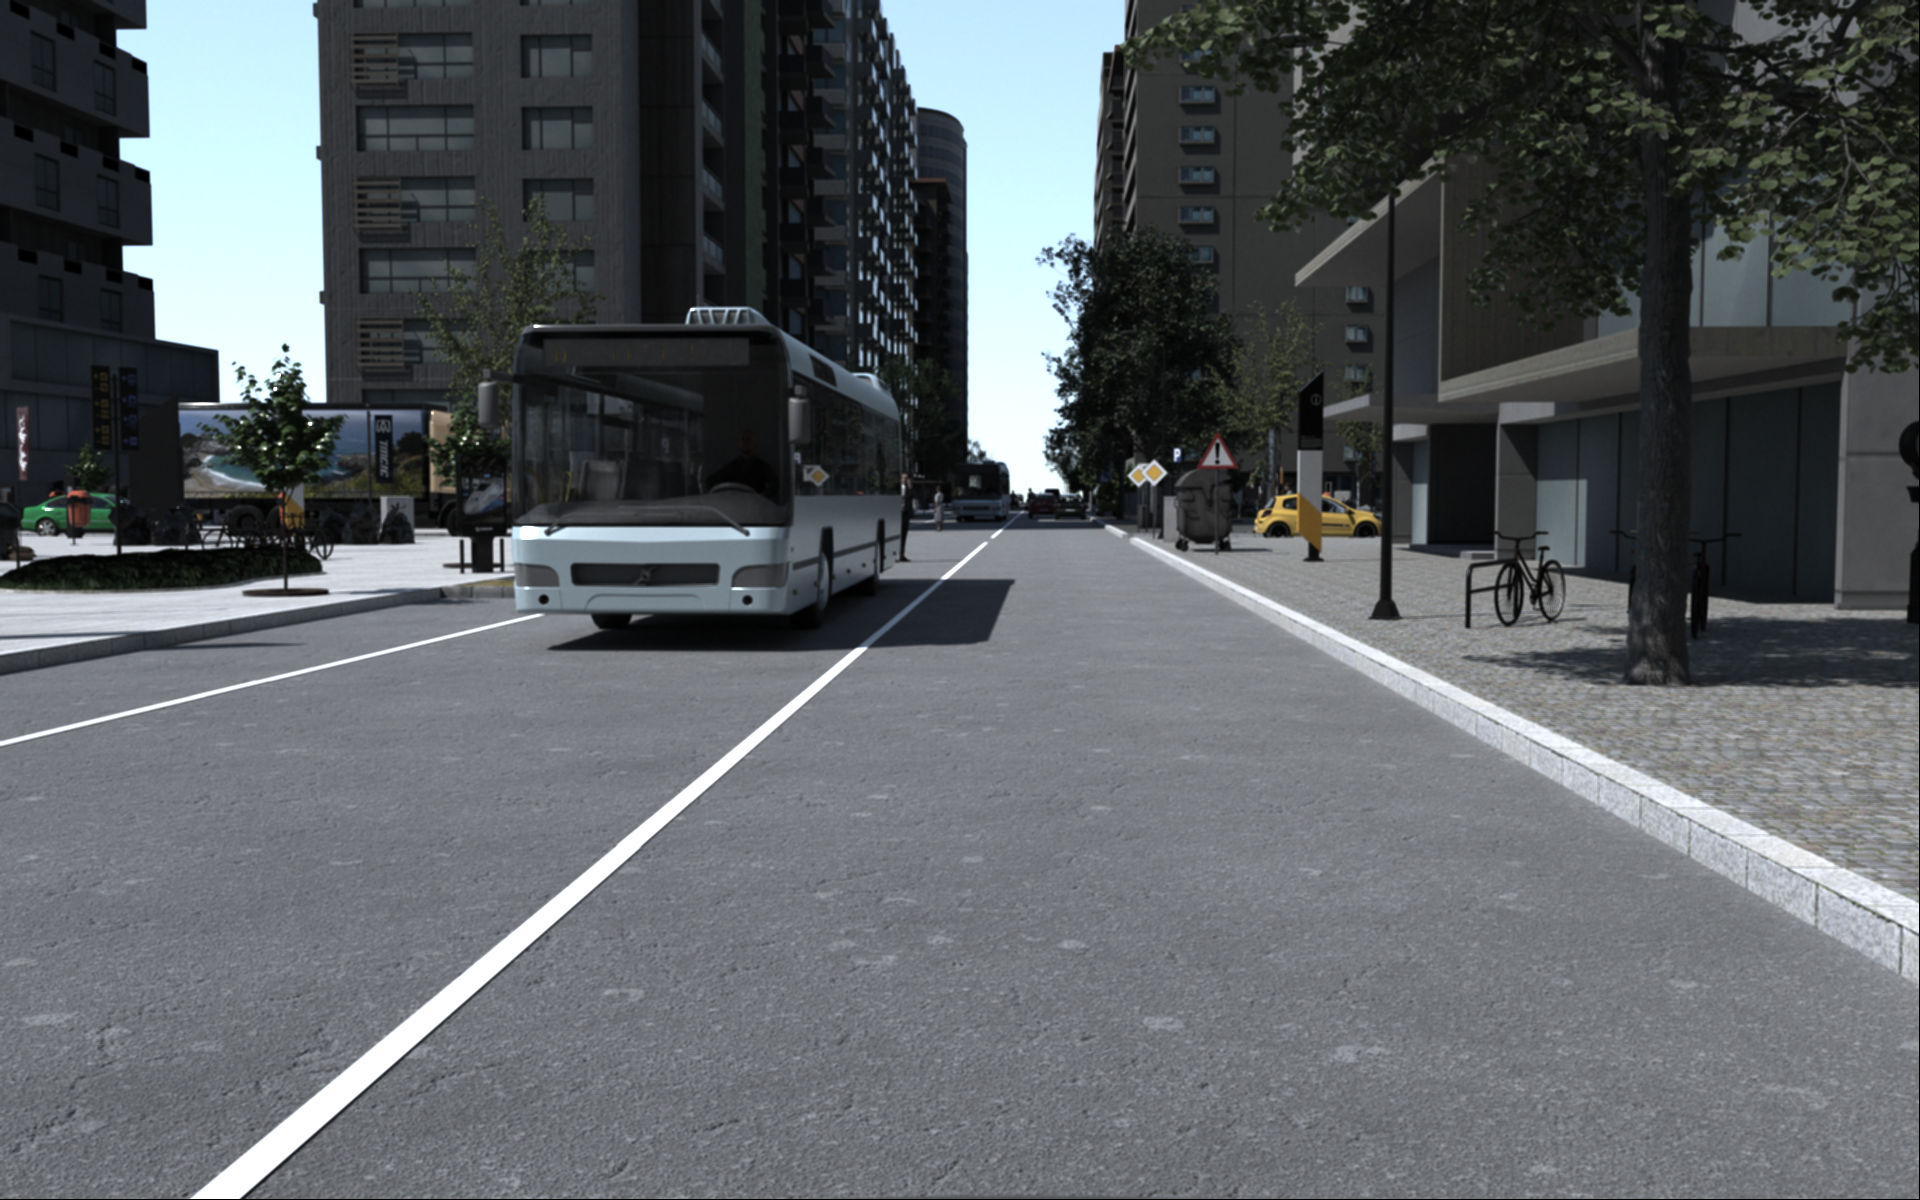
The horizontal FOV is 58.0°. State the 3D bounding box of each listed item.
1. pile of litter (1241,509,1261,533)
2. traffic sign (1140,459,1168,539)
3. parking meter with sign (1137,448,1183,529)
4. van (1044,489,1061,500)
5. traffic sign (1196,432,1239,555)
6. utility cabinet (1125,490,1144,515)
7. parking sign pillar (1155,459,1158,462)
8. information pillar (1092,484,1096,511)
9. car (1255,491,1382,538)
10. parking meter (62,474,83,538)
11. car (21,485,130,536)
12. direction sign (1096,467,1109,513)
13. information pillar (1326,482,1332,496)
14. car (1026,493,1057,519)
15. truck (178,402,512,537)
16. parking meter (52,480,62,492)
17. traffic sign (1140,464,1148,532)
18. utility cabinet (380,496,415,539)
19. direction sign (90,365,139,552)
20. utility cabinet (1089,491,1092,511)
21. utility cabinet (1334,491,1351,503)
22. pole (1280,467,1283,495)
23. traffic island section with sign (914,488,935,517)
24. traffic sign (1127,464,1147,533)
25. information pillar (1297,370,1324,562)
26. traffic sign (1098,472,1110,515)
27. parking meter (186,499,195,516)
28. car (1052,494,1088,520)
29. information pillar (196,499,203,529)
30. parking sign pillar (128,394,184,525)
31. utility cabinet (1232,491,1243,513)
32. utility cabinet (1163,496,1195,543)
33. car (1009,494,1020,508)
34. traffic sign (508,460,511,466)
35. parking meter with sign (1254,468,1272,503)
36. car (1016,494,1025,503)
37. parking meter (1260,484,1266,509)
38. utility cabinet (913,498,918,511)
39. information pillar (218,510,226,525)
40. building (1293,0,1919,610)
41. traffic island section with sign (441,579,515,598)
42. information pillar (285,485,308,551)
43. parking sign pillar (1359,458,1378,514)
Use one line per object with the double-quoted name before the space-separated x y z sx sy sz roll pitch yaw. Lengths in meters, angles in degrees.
"pile of litter" 10.151 -2.638 57.100 1.719 0.858 1.176 3 5 39
"traffic sign" 5.534 -2.800 49.418 0.795 2.450 0.064 0 4 3
"parking meter with sign" 7.475 -4.196 64.861 1.738 3.016 0.543 -2 4 -27
"van" 10.672 -12.085 201.969 2.240 2.365 5.245 0 4 1
"traffic sign" 5.420 -2.232 36.491 0.884 2.594 0.081 1 4 11
"utility cabinet" 10.778 -6.016 107.037 1.173 1.500 0.318 2 4 32
"parking sign pillar" 15.086 -8.695 130.633 1.447 3.967 1.447 3 4 39
"information pillar" 9.986 -7.628 129.202 0.304 2.012 0.304 0 4 1
"car" 10.954 -2.582 52.439 3.980 1.641 2.015 0 4 3
"parking meter" -25.767 -2.732 50.381 0.399 1.863 0.255 1 4 20
"car" -27.411 -2.849 55.373 4.718 1.807 1.959 0 4 2
"direction sign" 8.956 -7.140 108.741 0.876 3.537 0.379 -2 4 -25
"information pillar" 22.725 -6.251 106.695 0.304 2.012 0.304 2 4 31
"car" 4.985 -5.738 102.851 2.155 1.783 4.494 0 4 2
"truck" -18.629 -3.995 54.225 11.283 4.237 2.839 0 4 1
"parking meter" -38.373 -4.159 73.703 0.399 1.863 0.255 0 4 -6
"traffic sign" 6.260 -3.423 58.089 0.606 2.300 0.079 1 4 9
"utility cabinet" -16.062 -2.344 49.486 0.306 1.237 1.020 2 4 28
"direction sign" -15.012 -2.375 30.832 0.379 3.537 0.876 2 4 30
"utility cabinet" 9.929 -7.460 130.655 0.318 1.500 1.173 0 4 -1
"utility cabinet" 27.430 -7.066 124.208 1.173 1.500 0.318 3 4 39
"pole" 24.292 -8.374 130.764 0.158 3.312 0.155 0 3 0
"traffic island section with sign" -2.167 -6.027 107.162 1.989 1.847 2.006 0 4 3
"traffic sign" 5.918 -3.288 57.394 0.795 2.450 0.064 0 4 3
"information pillar" 6.655 -2.538 32.859 0.504 3.616 0.183 -1 4 -12
"traffic sign" 8.334 -6.120 100.164 0.768 2.556 0.104 0 4 8
"parking meter" -35.864 -4.424 80.737 0.372 1.533 0.369 0 3 0
"car" 6.129 -5.302 96.474 2.009 1.686 4.222 0 4 3
"information pillar" -26.675 -4.240 60.681 0.183 3.616 0.504 -1 4 -9
"parking sign pillar" -21.812 -3.579 46.996 1.447 3.967 1.447 0 4 -5
"utility cabinet" 18.295 -6.525 115.355 1.173 1.500 0.318 -2 4 -35
"utility cabinet" 5.891 -2.111 45.672 1.020 1.237 0.306 1 4 14
"car" 5.397 -10.615 185.359 2.131 1.459 4.920 0 4 4
"traffic sign" -8.082 -1.982 32.407 0.884 2.594 0.081 1 4 9
"parking meter with sign" 20.148 -7.176 113.582 1.738 3.016 0.543 1 4 14
"car" 9.732 -17.163 289.646 2.155 1.783 4.494 0 4 3
"parking meter" 17.988 -5.925 102.587 0.255 1.863 0.399 -1 4 -22
"utility cabinet" -3.510 -7.241 129.546 0.306 1.237 1.020 -2 4 -33
"information pillar" -30.184 -4.057 70.816 0.304 2.012 0.304 -2 4 -25
"building" 21.450 -27.000 30.685 28.713 52.752 27.495 0 4 3
"traffic island section with sign" -6.135 -0.987 24.767 1.989 1.847 2.006 0 4 3
"information pillar" -14.776 -2.878 38.416 0.183 3.616 0.504 2 4 31
"parking sign pillar" 26.627 -7.635 113.301 1.447 3.967 1.447 -2 4 -24
